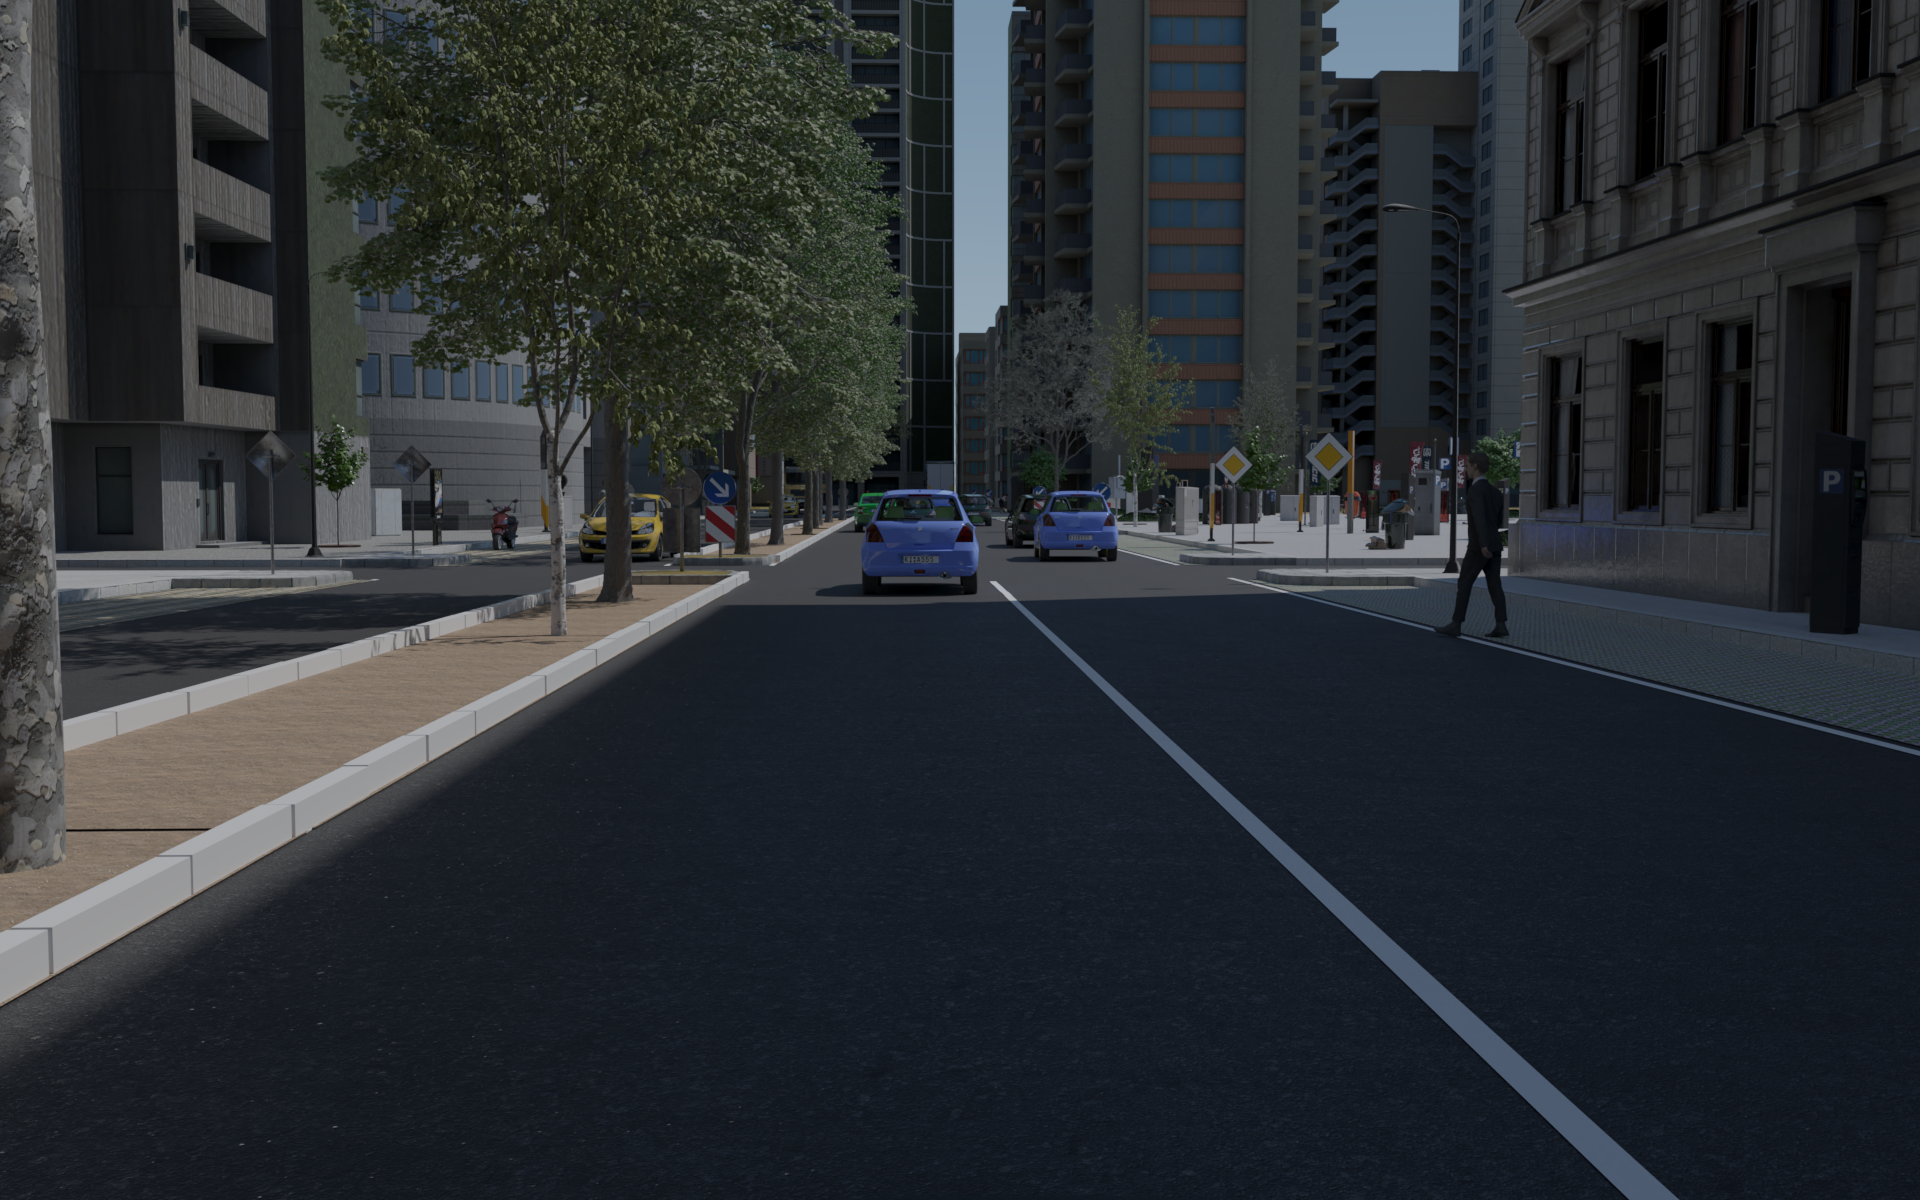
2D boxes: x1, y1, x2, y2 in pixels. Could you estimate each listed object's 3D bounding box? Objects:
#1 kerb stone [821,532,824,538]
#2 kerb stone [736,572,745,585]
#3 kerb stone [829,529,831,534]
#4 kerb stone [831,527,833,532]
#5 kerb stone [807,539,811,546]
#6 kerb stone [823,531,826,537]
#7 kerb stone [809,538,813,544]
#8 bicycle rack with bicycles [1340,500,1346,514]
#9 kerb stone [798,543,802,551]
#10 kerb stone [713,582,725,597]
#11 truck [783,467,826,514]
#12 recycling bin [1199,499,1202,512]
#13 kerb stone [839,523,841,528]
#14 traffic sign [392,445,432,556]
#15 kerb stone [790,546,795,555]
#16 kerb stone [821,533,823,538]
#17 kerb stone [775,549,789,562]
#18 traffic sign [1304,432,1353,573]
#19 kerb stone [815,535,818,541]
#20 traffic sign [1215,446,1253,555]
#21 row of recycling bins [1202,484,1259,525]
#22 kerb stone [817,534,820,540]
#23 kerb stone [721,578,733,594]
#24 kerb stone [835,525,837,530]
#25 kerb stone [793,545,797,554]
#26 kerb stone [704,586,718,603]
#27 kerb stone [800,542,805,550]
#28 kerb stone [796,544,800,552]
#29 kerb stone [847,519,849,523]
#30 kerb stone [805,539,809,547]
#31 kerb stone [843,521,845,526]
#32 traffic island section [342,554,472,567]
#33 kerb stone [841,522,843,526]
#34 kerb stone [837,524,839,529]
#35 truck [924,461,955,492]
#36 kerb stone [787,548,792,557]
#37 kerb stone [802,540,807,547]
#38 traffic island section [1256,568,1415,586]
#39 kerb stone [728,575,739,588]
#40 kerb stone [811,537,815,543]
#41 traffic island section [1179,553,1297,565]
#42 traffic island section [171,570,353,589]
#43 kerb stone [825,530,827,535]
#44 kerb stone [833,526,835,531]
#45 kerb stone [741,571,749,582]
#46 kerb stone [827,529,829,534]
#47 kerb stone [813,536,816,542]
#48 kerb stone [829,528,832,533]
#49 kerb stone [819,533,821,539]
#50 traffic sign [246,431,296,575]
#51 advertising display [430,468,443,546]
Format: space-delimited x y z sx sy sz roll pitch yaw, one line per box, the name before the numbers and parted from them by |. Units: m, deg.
kerb stone | -4.507 -2.015 55.380 0.120 0.150 1.000 0 4 -2
kerb stone | -3.514 -0.300 27.163 0.120 0.150 1.000 0 4 -2
kerb stone | -4.688 -2.340 60.499 0.120 0.150 1.000 0 4 -2
kerb stone | -4.756 -2.468 62.542 0.120 0.150 1.000 0 4 -2
kerb stone | -4.219 -1.528 47.174 0.120 0.150 1.000 0 4 -2
kerb stone | -4.539 -2.092 56.404 0.120 0.150 1.000 0 4 -2
kerb stone | -4.248 -1.591 48.200 0.120 0.150 1.000 0 4 -2
bicycle rack with bicycles | 23.852 -5.911 110.023 2.925 0.926 2.852 -3 4 -39
kerb stone | -4.076 -1.274 43.068 0.120 0.150 1.000 0 4 -2
kerb stone | -3.410 -0.112 24.090 0.120 0.150 1.000 0 4 -2
truck | -11.215 -7.892 124.962 3.469 3.379 9.791 0 4 -2
recycling bin | 12.645 -4.826 91.451 0.722 1.027 0.722 3 5 41
kerb stone | -5.036 -2.969 70.733 0.120 0.150 1.000 0 4 -2
traffic sign | -11.238 -1.951 35.549 0.795 2.450 0.064 0 4 -2
kerb stone | -3.960 -1.089 40.001 0.120 0.150 1.000 0 4 -2
kerb stone | -4.471 -1.962 54.351 0.120 0.150 1.000 0 4 -2
kerb stone | -3.897 -0.963 37.940 0.120 0.150 1.000 0 4 -2
traffic sign | 5.975 -1.498 28.139 0.795 2.450 0.064 0 4 -2
kerb stone | -4.359 -1.779 51.284 0.120 0.150 1.000 0 4 -2
traffic sign | 5.696 -1.986 36.119 0.795 2.450 0.064 0 4 -2
row of recycling bins | 11.663 -4.107 74.267 1.069 1.692 3.534 3 5 44
kerb stone | -4.399 -1.834 52.306 0.120 0.150 1.000 0 4 -2
kerb stone | -3.442 -0.178 25.112 0.120 0.150 1.000 0 4 -2
kerb stone | -4.892 -2.718 66.629 0.120 0.150 1.000 0 4 -2
kerb stone | -4.004 -1.151 41.022 0.120 0.150 1.000 0 4 -2
kerb stone | -3.375 -0.053 23.069 0.120 0.150 1.000 0 4 -2
kerb stone | -4.111 -1.336 44.090 0.120 0.150 1.000 0 4 -2
kerb stone | -4.032 -1.211 42.044 0.120 0.150 1.000 0 4 -2
kerb stone | -5.403 -3.597 81.005 0.120 0.150 1.000 0 4 -2
kerb stone | -4.182 -1.465 46.147 0.120 0.150 1.000 0 4 -2
kerb stone | -5.221 -3.281 75.860 0.120 0.150 1.000 0 4 -2
traffic island section | -11.262 -0.815 35.610 2.009 0.180 2.903 0 4 -2
kerb stone | -5.114 -3.094 72.777 0.120 0.150 1.000 0 4 -2
kerb stone | -4.973 -2.844 68.689 0.120 0.150 1.000 0 4 -2
truck | -1.801 -10.054 153.301 2.839 4.237 11.283 0 4 -1
kerb stone | -3.925 -1.026 38.972 0.120 0.150 1.000 0 4 -2
kerb stone | -4.142 -1.402 45.116 0.120 0.150 1.000 0 4 -2
traffic island section | 5.999 -0.363 28.217 2.009 0.180 2.903 0 4 -2
kerb stone | -3.484 -0.241 26.133 0.120 0.150 1.000 0 4 -2
kerb stone | -4.290 -1.651 49.227 0.120 0.150 1.000 0 4 -2
traffic island section | 5.720 -0.851 36.197 2.009 0.180 2.903 0 4 -2
traffic island section | -10.983 -0.327 27.630 2.009 0.180 2.903 0 4 -2
kerb stone | -4.571 -2.155 57.425 0.120 0.150 1.000 0 4 -2
kerb stone | -4.824 -2.589 64.586 0.120 0.150 1.000 0 4 -2
kerb stone | -3.544 -0.367 28.193 0.120 0.150 1.000 0 4 -2
kerb stone | -4.650 -2.280 59.475 0.120 0.150 1.000 0 4 -2
kerb stone | -4.326 -1.713 50.249 0.120 0.150 1.000 0 4 -2
kerb stone | -4.713 -2.405 61.521 0.120 0.150 1.000 0 4 -2
kerb stone | -4.426 -1.904 53.330 0.120 0.150 1.000 0 4 -2
traffic sign | -10.959 -1.463 27.569 0.795 2.450 0.064 0 4 -2
advertising display | -13.124 -2.338 43.435 0.123 1.923 0.974 0 4 -6
